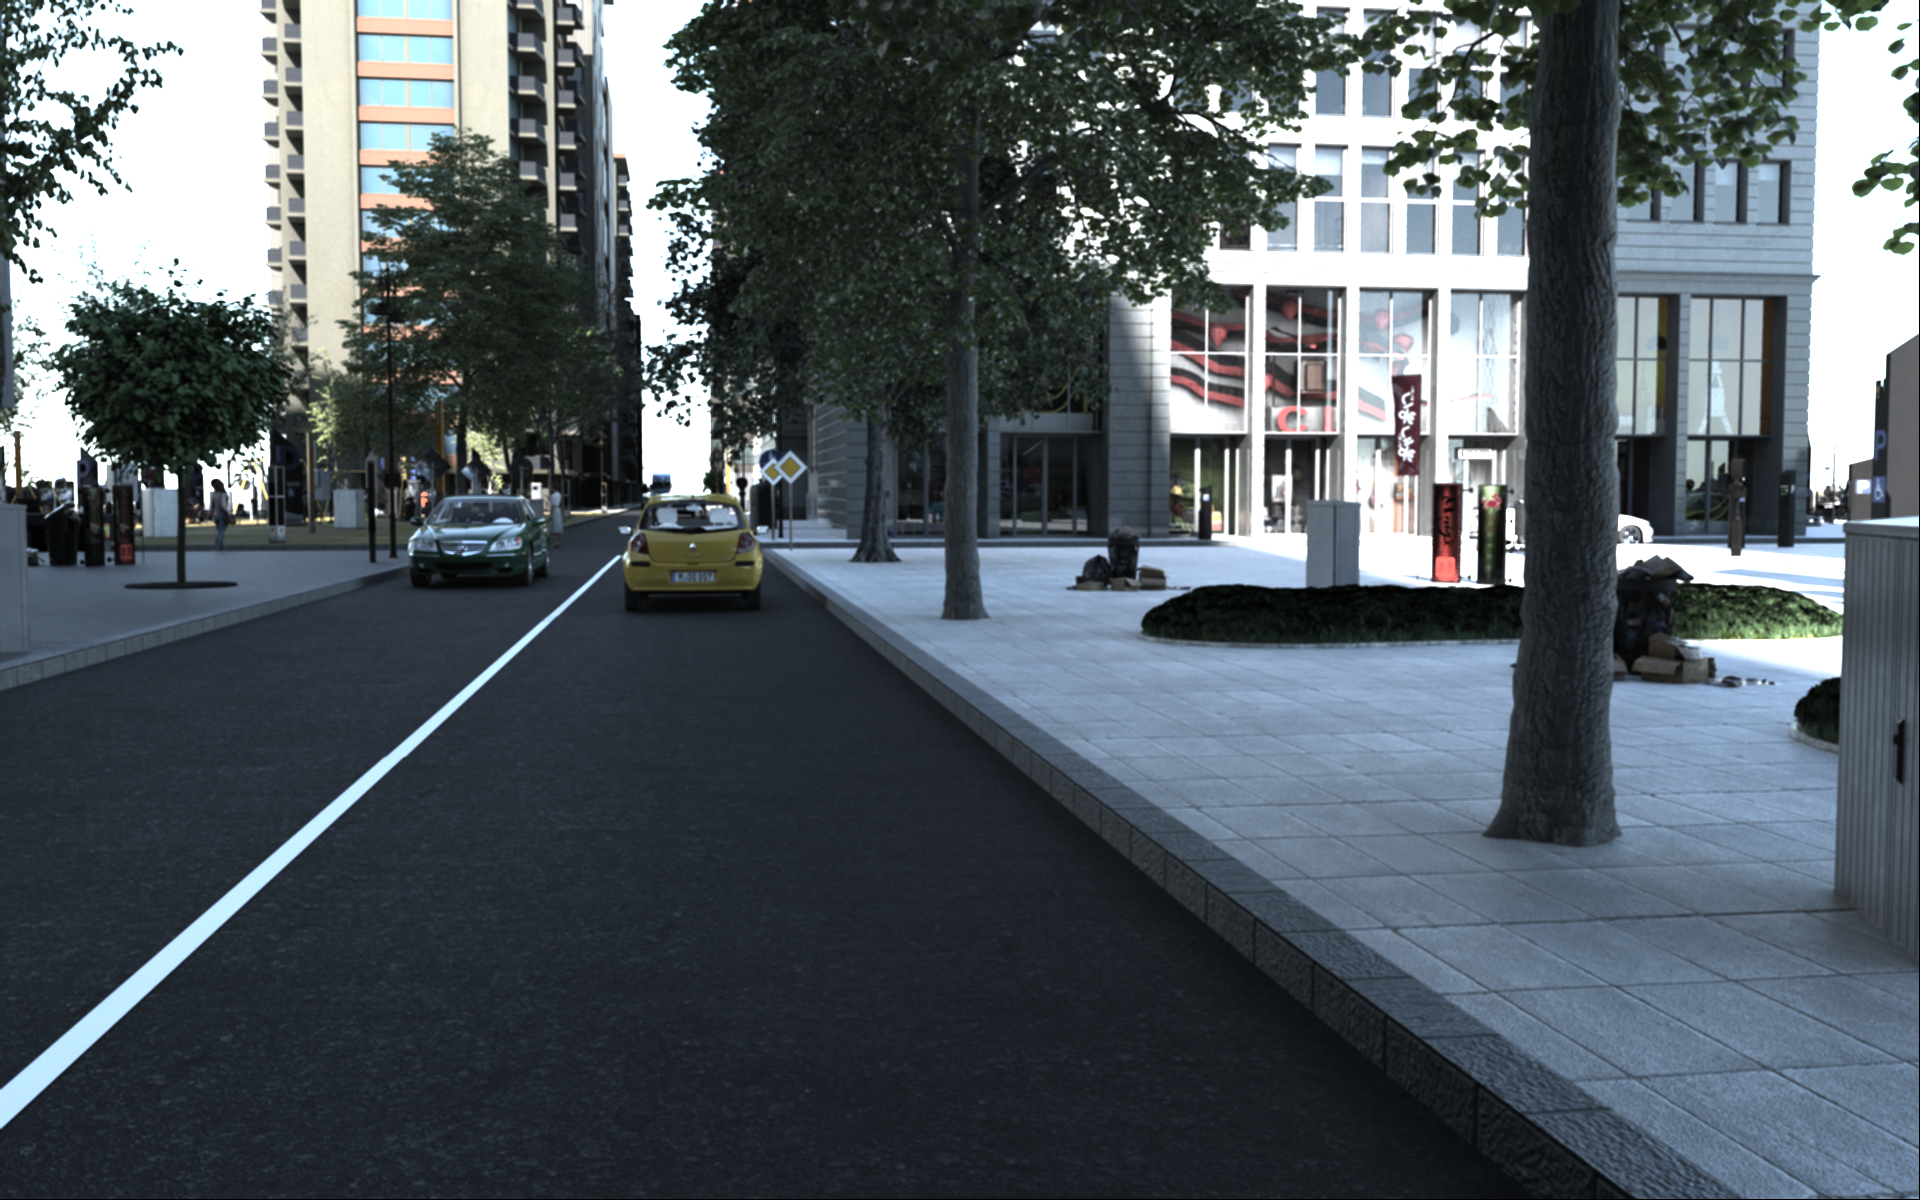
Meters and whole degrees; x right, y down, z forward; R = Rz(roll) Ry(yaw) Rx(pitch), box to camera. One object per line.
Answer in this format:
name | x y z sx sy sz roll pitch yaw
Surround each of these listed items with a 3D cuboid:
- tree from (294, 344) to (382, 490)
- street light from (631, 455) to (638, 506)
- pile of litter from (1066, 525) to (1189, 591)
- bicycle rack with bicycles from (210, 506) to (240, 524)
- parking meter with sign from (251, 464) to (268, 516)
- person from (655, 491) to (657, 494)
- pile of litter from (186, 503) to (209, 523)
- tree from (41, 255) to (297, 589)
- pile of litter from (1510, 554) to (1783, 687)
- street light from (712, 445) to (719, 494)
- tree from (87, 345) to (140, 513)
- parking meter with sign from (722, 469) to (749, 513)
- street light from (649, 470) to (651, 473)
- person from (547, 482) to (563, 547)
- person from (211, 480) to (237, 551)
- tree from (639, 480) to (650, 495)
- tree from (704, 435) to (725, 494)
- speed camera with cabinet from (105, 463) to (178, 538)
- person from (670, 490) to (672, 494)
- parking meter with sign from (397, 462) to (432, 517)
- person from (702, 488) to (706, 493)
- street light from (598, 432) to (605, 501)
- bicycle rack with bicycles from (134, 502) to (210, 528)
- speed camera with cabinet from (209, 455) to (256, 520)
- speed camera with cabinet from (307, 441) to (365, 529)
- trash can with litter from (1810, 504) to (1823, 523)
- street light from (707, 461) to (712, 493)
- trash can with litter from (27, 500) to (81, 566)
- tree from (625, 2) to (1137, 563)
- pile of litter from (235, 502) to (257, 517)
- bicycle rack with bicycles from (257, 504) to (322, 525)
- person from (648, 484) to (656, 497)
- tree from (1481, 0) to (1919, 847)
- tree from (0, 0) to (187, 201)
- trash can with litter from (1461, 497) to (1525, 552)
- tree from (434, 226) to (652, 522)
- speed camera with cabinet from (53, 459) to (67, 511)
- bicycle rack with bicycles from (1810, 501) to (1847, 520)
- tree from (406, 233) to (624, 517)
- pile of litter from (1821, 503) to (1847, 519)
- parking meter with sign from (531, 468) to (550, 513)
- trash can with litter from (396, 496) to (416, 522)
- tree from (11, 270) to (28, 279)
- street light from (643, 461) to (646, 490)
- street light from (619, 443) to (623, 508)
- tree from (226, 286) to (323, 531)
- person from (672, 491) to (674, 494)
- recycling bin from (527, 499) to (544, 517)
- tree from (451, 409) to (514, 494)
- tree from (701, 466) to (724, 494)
tree | -29.571 -8.138 83.424 4.737 8.622 4.395 0 3 0
street light | -36.441 -13.481 193.208 0.468 5.910 1.993 -1 4 -9
pile of litter | 2.299 -0.572 23.310 1.719 0.858 1.176 0 4 6
bicycle rack with bicycles | -31.932 -3.650 73.059 2.852 0.926 2.925 3 4 38
parking meter with sign | -40.451 -6.414 101.135 1.738 3.016 0.543 1 4 12
person | -30.304 -9.972 172.479 0.756 1.711 0.436 2 4 25
pile of litter | -34.457 -3.890 77.565 1.176 0.858 1.719 0 4 -2
tree | -10.858 -2.457 23.887 4.285 4.588 4.351 0 3 0
pile of litter | 4.749 0.112 12.136 1.176 0.858 1.719 -2 4 -33
street light | -22.627 -11.529 161.284 0.468 5.910 1.993 -1 4 -9
tree | -38.705 -7.898 79.498 4.360 8.622 3.978 0 3 0
parking meter with sign | -15.338 -7.475 118.478 1.738 3.016 0.543 1 4 9
street light | -49.269 -18.504 275.320 0.468 5.910 1.993 -1 4 -9
person | -10.945 -2.294 46.573 0.524 1.755 0.480 1 4 12
person | -16.936 -1.868 39.636 0.593 1.750 0.643 2 4 29
tree | -44.623 -15.375 245.980 1.663 3.219 1.824 0 3 0
tree | -29.642 -16.083 213.317 4.360 8.622 3.978 0 3 0
speed camera with cabinet | -23.721 -3.429 50.395 0.660 3.252 2.038 2 4 35
person | -24.405 -8.391 146.217 0.617 1.759 0.750 0 4 -6
parking meter with sign | -29.833 -6.022 94.723 1.738 3.016 0.543 -1 4 -13
person | -14.974 -5.632 100.770 0.473 1.802 0.592 2 4 34
street light | -25.242 -9.134 122.126 0.468 5.910 1.993 -1 4 -9
bicycle rack with bicycles | -30.502 -3.208 65.826 2.852 0.926 2.925 -1 4 -9
speed camera with cabinet | -35.461 -5.506 84.356 2.038 3.252 0.660 0 4 -6
speed camera with cabinet | -23.254 -4.293 64.520 2.038 3.252 0.660 1 4 11
trash can with litter | 35.876 -3.777 73.137 1.055 1.170 0.624 2 4 30
street light | -28.085 -13.677 196.399 0.468 5.910 1.993 -1 4 -9
trash can with litter | -16.392 -1.206 31.111 1.055 1.170 0.624 -2 4 -30
tree | -1.496 -7.071 32.612 9.611 12.733 9.660 0 3 0
pile of litter | -39.777 -5.030 96.205 1.176 0.858 1.719 -3 5 -39
bicycle rack with bicycles | -28.014 -3.642 72.930 2.852 0.926 2.925 2 4 26
person | -12.174 -3.704 69.086 0.620 1.820 0.660 0 4 -7
tree | 2.178 -5.410 6.586 7.486 12.596 7.792 0 3 0
tree | -10.340 -4.129 17.875 4.737 8.622 4.395 0 3 0
trash can with litter | 12.344 -1.713 39.064 2.233 1.210 1.678 0 4 8
tree | -18.981 -10.366 79.859 12.009 13.543 11.850 0 3 0
speed camera with cabinet | -51.198 -6.364 98.392 0.660 3.252 2.038 -2 4 -32
bicycle rack with bicycles | 42.386 -4.400 85.324 2.852 0.926 2.925 -3 5 -42
tree | -17.856 -8.736 68.594 9.928 11.665 9.643 0 3 0
pile of litter | 44.637 -4.519 87.848 1.176 0.858 1.719 -3 4 -36
parking meter with sign | -28.701 -7.409 117.404 1.738 3.016 0.543 0 4 -7
trash can with litter | -25.943 -4.253 80.916 1.055 1.170 0.624 2 4 27
tree | -28.128 -6.060 49.441 4.360 8.622 3.978 0 3 0
street light | -43.575 -16.304 239.364 0.468 5.910 1.993 -1 4 -9
street light | -30.714 -11.281 157.238 0.468 5.910 1.993 -1 4 -9
tree | -24.444 -6.738 60.534 4.360 8.622 3.978 0 3 0
person | -30.097 -10.623 182.634 0.568 1.767 0.683 1 4 17
recycling bin | -20.887 -4.443 85.193 0.722 1.027 0.722 -1 4 -20
tree | -30.855 -9.952 113.081 4.737 8.622 4.395 0 3 0
tree | -29.035 -13.514 204.675 4.285 4.588 4.351 0 3 0
